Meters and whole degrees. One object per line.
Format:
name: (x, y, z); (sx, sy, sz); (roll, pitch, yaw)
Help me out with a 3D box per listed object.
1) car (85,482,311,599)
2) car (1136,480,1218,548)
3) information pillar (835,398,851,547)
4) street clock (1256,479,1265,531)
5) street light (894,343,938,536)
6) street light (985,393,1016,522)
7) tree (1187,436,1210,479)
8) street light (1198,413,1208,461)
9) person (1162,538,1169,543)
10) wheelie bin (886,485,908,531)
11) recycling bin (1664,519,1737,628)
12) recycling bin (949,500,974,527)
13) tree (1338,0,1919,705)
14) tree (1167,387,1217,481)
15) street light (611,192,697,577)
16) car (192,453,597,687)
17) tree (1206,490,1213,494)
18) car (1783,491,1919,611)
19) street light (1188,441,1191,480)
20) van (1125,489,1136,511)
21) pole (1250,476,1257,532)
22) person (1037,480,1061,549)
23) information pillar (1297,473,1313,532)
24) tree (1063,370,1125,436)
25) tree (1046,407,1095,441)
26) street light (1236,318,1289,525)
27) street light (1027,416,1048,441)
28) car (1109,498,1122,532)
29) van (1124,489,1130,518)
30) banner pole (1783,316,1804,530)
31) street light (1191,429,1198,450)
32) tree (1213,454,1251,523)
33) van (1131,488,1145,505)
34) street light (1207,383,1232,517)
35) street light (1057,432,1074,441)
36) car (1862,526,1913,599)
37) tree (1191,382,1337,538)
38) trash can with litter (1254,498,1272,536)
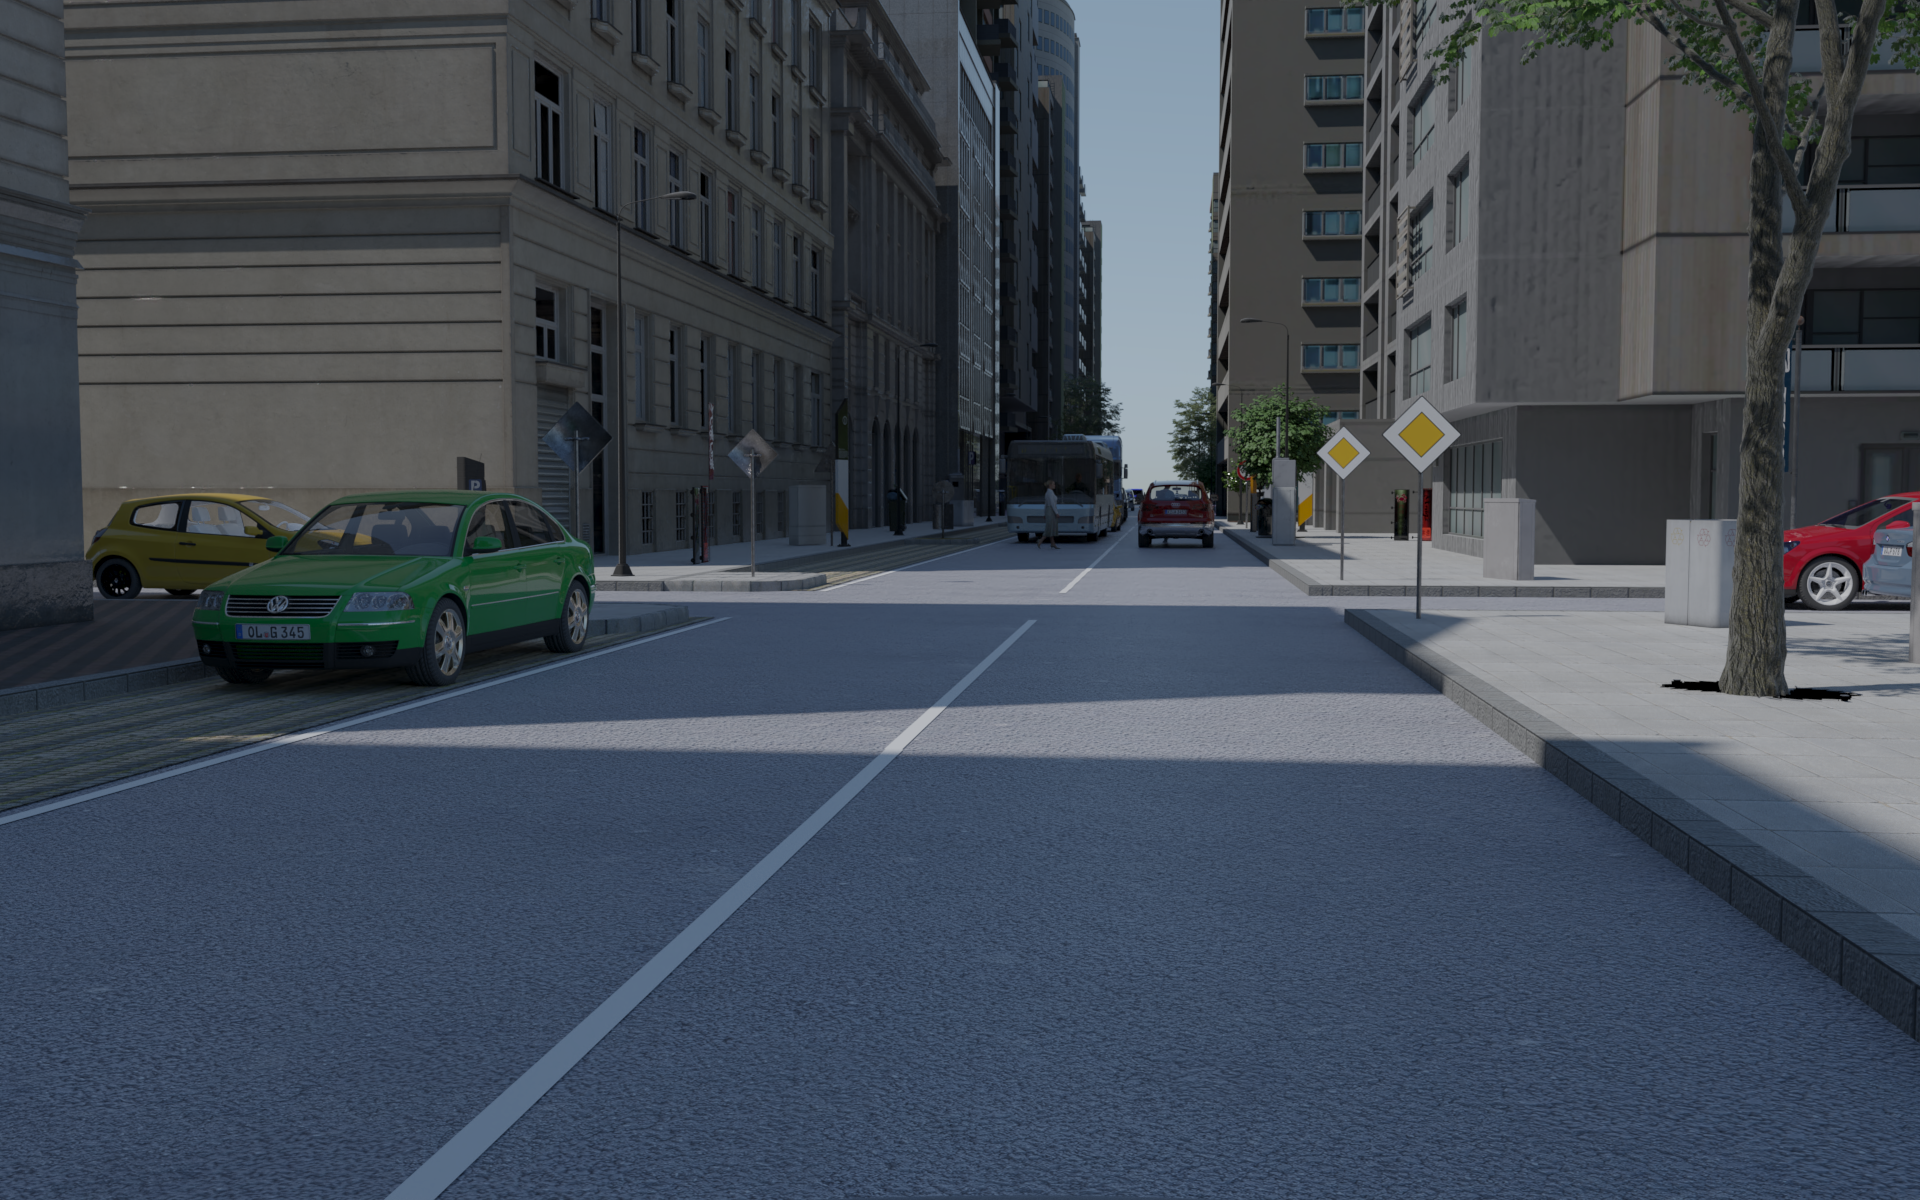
car: (-9.798, -0.827, 23.747); (3.980, 1.641, 2.015); (0, 4, 6)
car: (5.976, -2.393, 47.797); (2.281, 1.827, 5.304); (0, 4, 8)
information pillar: (-2.859, -3.098, 42.005); (0.183, 3.616, 0.504); (2, 4, 27)
street clock: (10.449, -3.414, 60.390); (0.471, 2.002, 0.358); (-3, 5, -45)
street light: (-1.366, -4.951, 53.495); (1.470, 5.913, 1.316); (0, 4, 7)
street light: (1.883, -6.577, 80.081); (1.470, 5.913, 1.316); (0, 4, 7)
tree: (29.133, -15.898, 210.286); (4.737, 8.622, 4.395); (0, 3, 0)
street light: (14.491, -7.735, 99.012); (1.470, 5.913, 1.316); (0, 4, 7)
person: (6.126, -2.621, 51.218); (0.638, 1.841, 0.748); (2, 4, 30)
wheelie bin: (-2.168, -3.167, 59.691); (0.693, 1.594, 0.980); (0, 4, 4)
recycling bin: (7.428, -0.269, 16.951); (0.722, 1.027, 0.722); (-1, 4, -19)
recycling bin: (0.061, -3.442, 68.835); (0.722, 1.027, 0.722); (3, 5, 40)
tree: (5.282, -5.198, 10.750); (9.928, 11.665, 9.643); (0, 3, 0)
tree: (25.359, -16.170, 182.509); (7.486, 12.596, 7.792); (0, 3, 0)
street light: (-4.734, -3.320, 26.816); (1.470, 5.913, 1.316); (0, 4, 7)
car: (-4.480, -0.338, 14.327); (1.959, 1.807, 4.718); (0, 4, 7)
tree: (20.504, -8.739, 137.483); (1.663, 3.219, 1.824); (0, 3, 0)
car: (12.036, -0.784, 21.862); (4.494, 1.783, 2.155); (0, 4, 7)
street light: (20.527, -10.809, 149.276); (1.470, 5.913, 1.316); (0, 4, 7)
van: (14.116, -8.655, 148.526); (2.013, 2.044, 4.112); (0, 4, 7)
pole: (9.867, -3.935, 58.175); (0.158, 3.312, 0.155); (0, 3, 0)
person: (2.301, -2.225, 45.108); (0.641, 1.798, 0.478); (0, 4, 4)
information pillar: (11.680, -4.113, 58.595); (0.504, 3.616, 0.183); (1, 4, 18)
tree: (12.108, -16.603, 178.111); (9.857, 13.997, 8.962); (0, 3, 0)
tree: (9.406, -11.981, 146.243); (4.737, 8.622, 4.395); (0, 3, 0)
street light: (8.100, -4.482, 45.828); (1.470, 5.913, 1.316); (0, 4, 7)
street light: (4.539, -8.001, 103.360); (1.470, 5.913, 1.316); (0, 4, 7)
car: (5.278, -3.460, 66.795); (2.015, 1.641, 3.980); (1, 4, 9)
van: (9.289, -5.968, 104.590); (2.013, 2.044, 4.112); (0, 4, 7)
banner pole: (11.774, -2.120, 24.681); (0.401, 3.779, 0.863); (0, 4, -5)
street light: (17.277, -9.183, 122.690); (1.470, 5.913, 1.316); (0, 4, 7)
tree: (12.628, -5.130, 78.471); (1.663, 3.219, 1.824); (0, 3, 0)
van: (18.934, -11.175, 187.099); (2.240, 2.365, 5.245); (0, 4, 8)
street light: (11.215, -6.109, 72.430); (1.470, 5.913, 1.316); (0, 4, 7)
street light: (7.866, -9.627, 129.936); (1.470, 5.913, 1.316); (0, 4, 7)
car: (12.689, -0.457, 19.468); (4.499, 1.417, 2.014); (0, 4, 6)
tree: (9.324, -4.095, 50.670); (4.285, 4.588, 4.351); (0, 3, 0)
trash can with litter: (9.374, -2.576, 53.503); (0.624, 1.170, 1.055); (0, 4, 6)
